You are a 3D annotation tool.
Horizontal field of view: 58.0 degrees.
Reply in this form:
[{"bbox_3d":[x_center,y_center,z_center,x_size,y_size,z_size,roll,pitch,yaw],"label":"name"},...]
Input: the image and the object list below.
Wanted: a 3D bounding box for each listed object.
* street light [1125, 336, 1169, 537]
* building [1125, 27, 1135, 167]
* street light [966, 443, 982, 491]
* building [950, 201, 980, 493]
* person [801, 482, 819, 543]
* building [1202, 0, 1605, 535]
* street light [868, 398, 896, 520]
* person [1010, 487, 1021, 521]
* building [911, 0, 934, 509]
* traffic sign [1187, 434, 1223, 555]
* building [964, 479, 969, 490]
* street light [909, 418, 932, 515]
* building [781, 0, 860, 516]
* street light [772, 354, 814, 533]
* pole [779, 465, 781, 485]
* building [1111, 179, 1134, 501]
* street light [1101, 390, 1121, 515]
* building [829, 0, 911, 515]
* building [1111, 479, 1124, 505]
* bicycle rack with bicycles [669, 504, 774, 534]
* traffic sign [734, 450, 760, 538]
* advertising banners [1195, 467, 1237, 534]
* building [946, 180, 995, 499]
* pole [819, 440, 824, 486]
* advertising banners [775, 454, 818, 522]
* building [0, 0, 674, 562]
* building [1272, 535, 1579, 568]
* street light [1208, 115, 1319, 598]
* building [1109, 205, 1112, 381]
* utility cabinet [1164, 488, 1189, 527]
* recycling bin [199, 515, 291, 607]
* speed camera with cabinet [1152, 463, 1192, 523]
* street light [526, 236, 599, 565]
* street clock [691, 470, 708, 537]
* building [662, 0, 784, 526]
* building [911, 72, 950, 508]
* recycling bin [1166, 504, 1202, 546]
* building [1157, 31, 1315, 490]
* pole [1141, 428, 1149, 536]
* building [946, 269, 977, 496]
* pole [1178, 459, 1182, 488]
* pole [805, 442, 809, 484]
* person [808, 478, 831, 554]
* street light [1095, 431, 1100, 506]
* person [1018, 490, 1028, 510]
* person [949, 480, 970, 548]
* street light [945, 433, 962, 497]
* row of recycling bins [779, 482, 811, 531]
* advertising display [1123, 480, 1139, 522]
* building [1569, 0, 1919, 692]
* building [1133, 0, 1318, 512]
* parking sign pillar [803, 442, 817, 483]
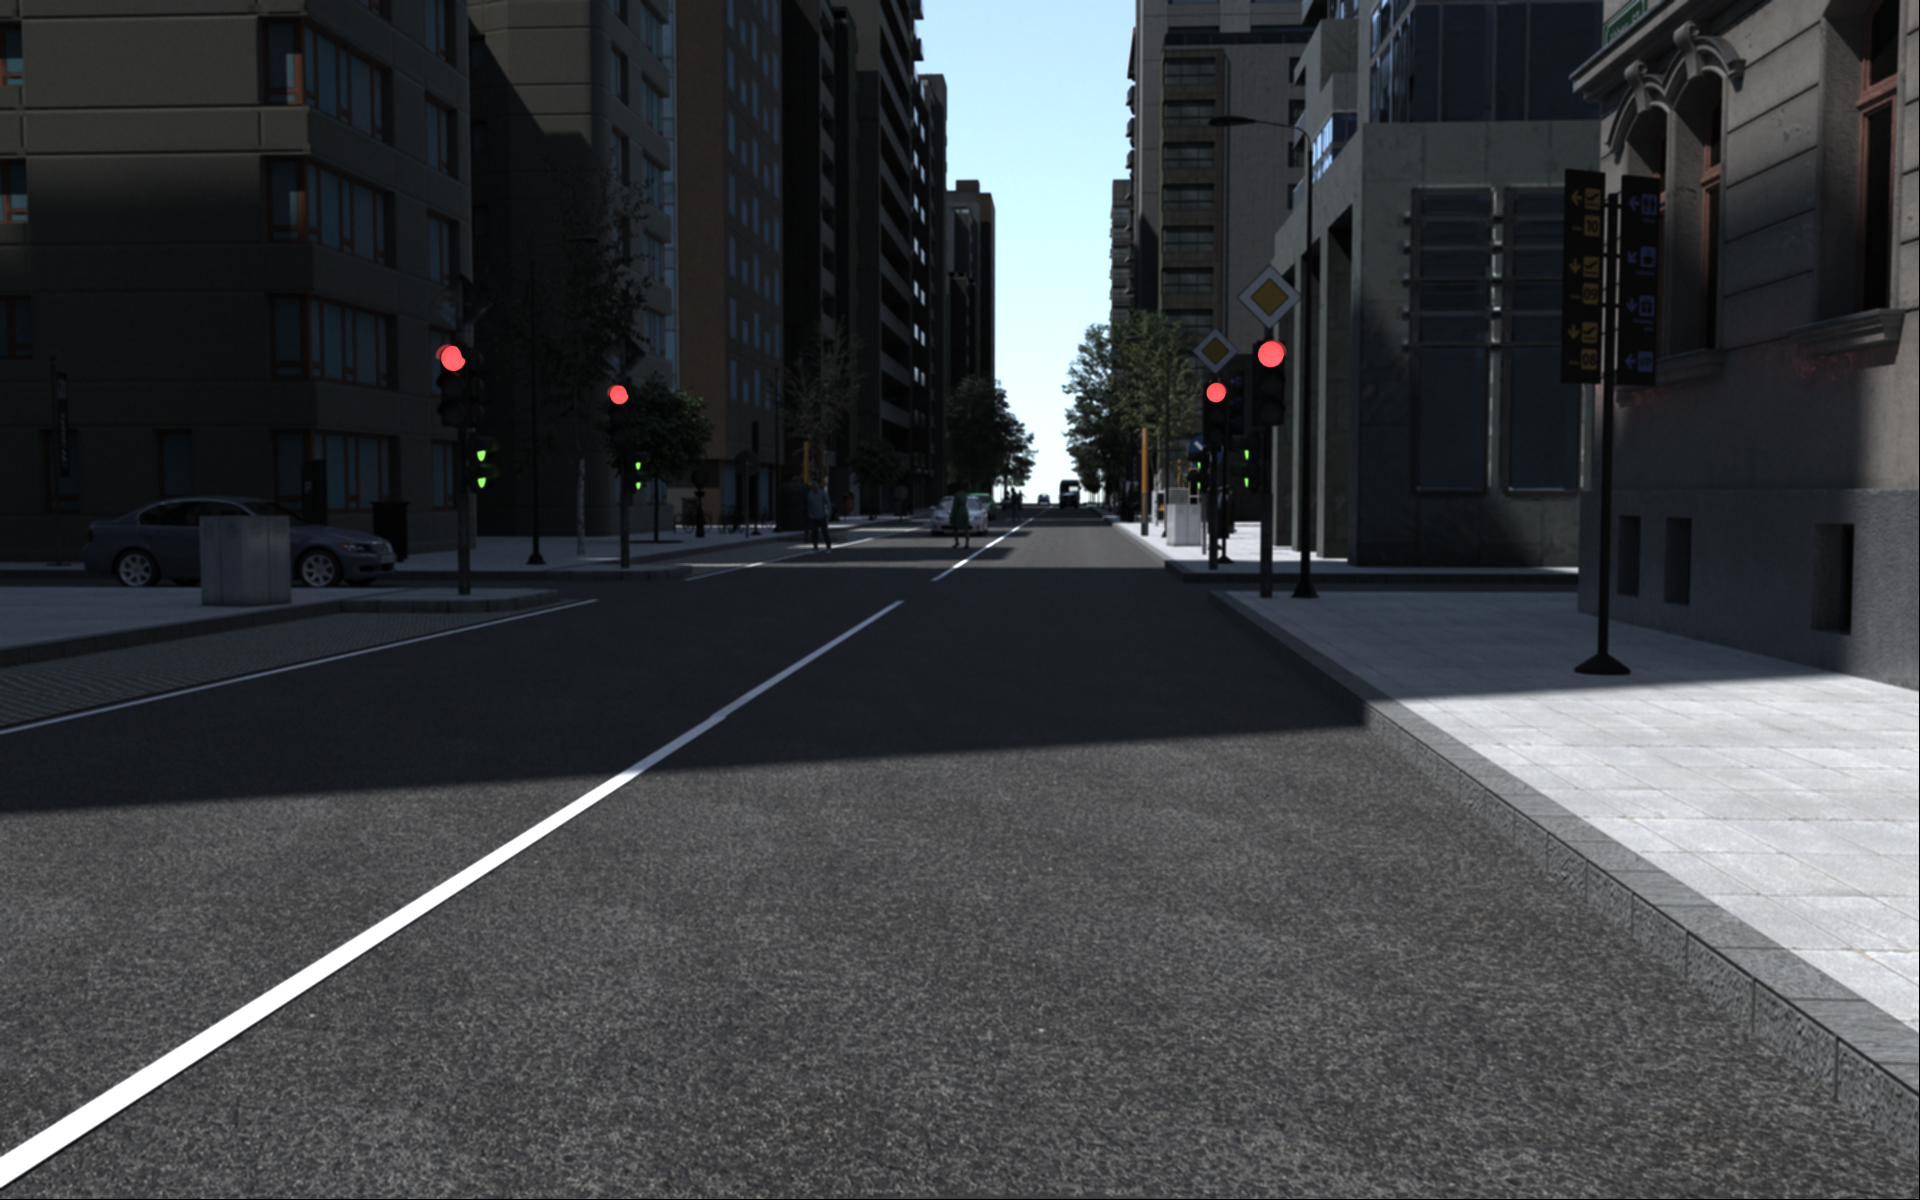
[{"bbox_3d":[5.585,-4.807,51.136,1.470,5.913,1.316,0,4,4],"label":"street light"},{"bbox_3d":[26.690,-31.034,162.028,22.147,44.769,28.867,0,4,4],"label":"building"},{"bbox_3d":[1.128,-11.409,159.071,1.470,5.913,1.316,0,4,4],"label":"street light"},{"bbox_3d":[-4.604,-33.806,236.321,14.154,41.232,14.086,0,4,4],"label":"building"},{"bbox_3d":[-4.355,-2.557,50.733,0.576,1.772,0.534,0,4,-6],"label":"person"},{"bbox_3d":[22.750,-46.427,71.757,22.319,86.520,31.000,0,4,4],"label":"building"},{"bbox_3d":[-3.785,-6.829,84.192,1.470,5.913,1.316,0,4,4],"label":"street light"},{"bbox_3d":[2.858,-5.026,91.019,0.721,1.781,0.623,-1,4,-23],"label":"person"},{"bbox_3d":[-14.666,-31.952,142.023,23.786,49.044,30.456,0,4,4],"label":"building"},{"bbox_3d":[5.174,-2.232,36.607,0.768,2.556,0.104,1,4,10],"label":"traffic sign"},{"bbox_3d":[-15.194,-31.315,203.876,32.217,40.220,23.993,0,4,4],"label":"building"},{"bbox_3d":[-2.440,-8.185,106.366,1.470,5.913,1.316,0,4,4],"label":"street light"},{"bbox_3d":[-13.561,-19.983,98.423,14.160,30.474,14.107,0,4,4],"label":"building"},{"bbox_3d":[-5.536,-5.195,57.480,1.470,5.913,1.316,0,4,4],"label":"street light"},{"bbox_3d":[-8.914,-5.595,85.324,0.158,3.312,0.155,0,3,0],"label":"pole"},{"bbox_3d":[26.786,-33.225,226.819,14.154,41.232,14.086,0,4,4],"label":"building"},{"bbox_3d":[7.159,-6.431,77.687,1.470,5.913,1.316,0,4,4],"label":"street light"},{"bbox_3d":[-14.862,-30.111,116.019,21.300,48.544,21.600,0,4,4],"label":"building"},{"bbox_3d":[34.205,-31.496,206.835,32.217,40.220,23.993,0,4,4],"label":"building"},{"bbox_3d":[-8.016,-2.673,57.086,2.852,0.926,2.925,1,4,18],"label":"bicycle rack with bicycles"},{"bbox_3d":[-6.205,-3.076,50.400,0.768,2.556,0.104,0,4,4],"label":"traffic sign"},{"bbox_3d":[8.207,-3.653,55.921,2.074,3.025,0.090,-3,4,-38],"label":"advertising banners"},{"bbox_3d":[-2.112,-36.726,250.576,14.600,45.320,14.200,0,4,4],"label":"building"},{"bbox_3d":[-5.209,-4.362,65.168,0.158,3.312,0.155,0,3,0],"label":"pole"},{"bbox_3d":[-7.175,-4.887,76.082,2.074,3.025,0.090,1,4,20],"label":"advertising banners"},{"bbox_3d":[-24.776,-12.341,46.814,27.650,21.520,28.899,0,4,4],"label":"building"},{"bbox_3d":[23.162,-44.361,37.975,31.000,86.520,22.319,0,4,4],"label":"building"},{"bbox_3d":[3.745,-2.986,21.367,1.470,5.913,1.316,0,4,4],"label":"street light"},{"bbox_3d":[32.470,-36.286,247.897,22.147,44.769,28.867,0,4,4],"label":"building"},{"bbox_3d":[8.279,-3.490,65.742,1.173,1.500,0.318,-3,4,-37],"label":"utility cabinet"},{"bbox_3d":[-8.306,-0.464,20.141,0.722,1.027,0.722,2,4,25],"label":"recycling bin"},{"bbox_3d":[9.563,-5.052,76.940,2.038,3.252,0.660,1,4,11],"label":"speed camera with cabinet"},{"bbox_3d":[-7.193,-3.598,31.372,1.470,5.913,1.316,0,4,4],"label":"street light"},{"bbox_3d":[-7.693,-2.853,51.220,0.471,2.002,0.358,-3,5,-42],"label":"street clock"},{"bbox_3d":[-15.848,-26.046,75.958,14.600,45.320,14.200,0,4,4],"label":"building"},{"bbox_3d":[-8.706,-29.392,164.155,14.154,41.232,14.086,0,4,4],"label":"building"},{"bbox_3d":[5.534,-1.851,42.812,0.722,1.027,0.722,0,4,-8],"label":"recycling bin"},{"bbox_3d":[19.813,-20.830,112.273,14.160,30.474,14.107,0,4,4],"label":"building"},{"bbox_3d":[5.679,-3.628,53.155,0.158,3.312,0.155,0,3,0],"label":"pole"},{"bbox_3d":[-5.149,-27.577,222.585,14.160,30.474,14.107,0,4,4],"label":"building"},{"bbox_3d":[12.778,-6.537,100.721,0.158,3.312,0.155,0,3,0],"label":"pole"},{"bbox_3d":[-5.940,-4.491,67.263,0.158,3.312,0.155,0,3,0],"label":"pole"},{"bbox_3d":[-3.342,-2.018,41.506,0.660,1.820,0.620,1,4,21],"label":"person"},{"bbox_3d":[9.000,-8.047,104.104,1.470,5.913,1.316,0,4,4],"label":"street light"},{"bbox_3d":[5.593,-9.309,160.705,1.348,1.824,0.705,-1,4,-9],"label":"person"},{"bbox_3d":[0.017,-2.259,45.679,0.529,1.795,0.600,3,5,43],"label":"person"},{"bbox_3d":[-0.567,-9.804,132.837,1.470,5.913,1.316,0,4,4],"label":"street light"},{"bbox_3d":[-5.751,-3.299,61.053,1.069,1.692,3.534,0,4,4],"label":"row of recycling bins"},{"bbox_3d":[7.974,-4.620,80.751,0.974,1.923,0.123,-3,5,-42],"label":"advertising display"},{"bbox_3d":[12.201,-13.400,6.474,14.401,28.519,23.554,0,4,4],"label":"building"},{"bbox_3d":[23.892,-36.105,132.320,21.231,58.520,28.212,0,4,4],"label":"building"},{"bbox_3d":[-7.825,-6.214,90.076,1.447,3.967,1.447,-1,4,-18],"label":"parking sign pillar"}]
